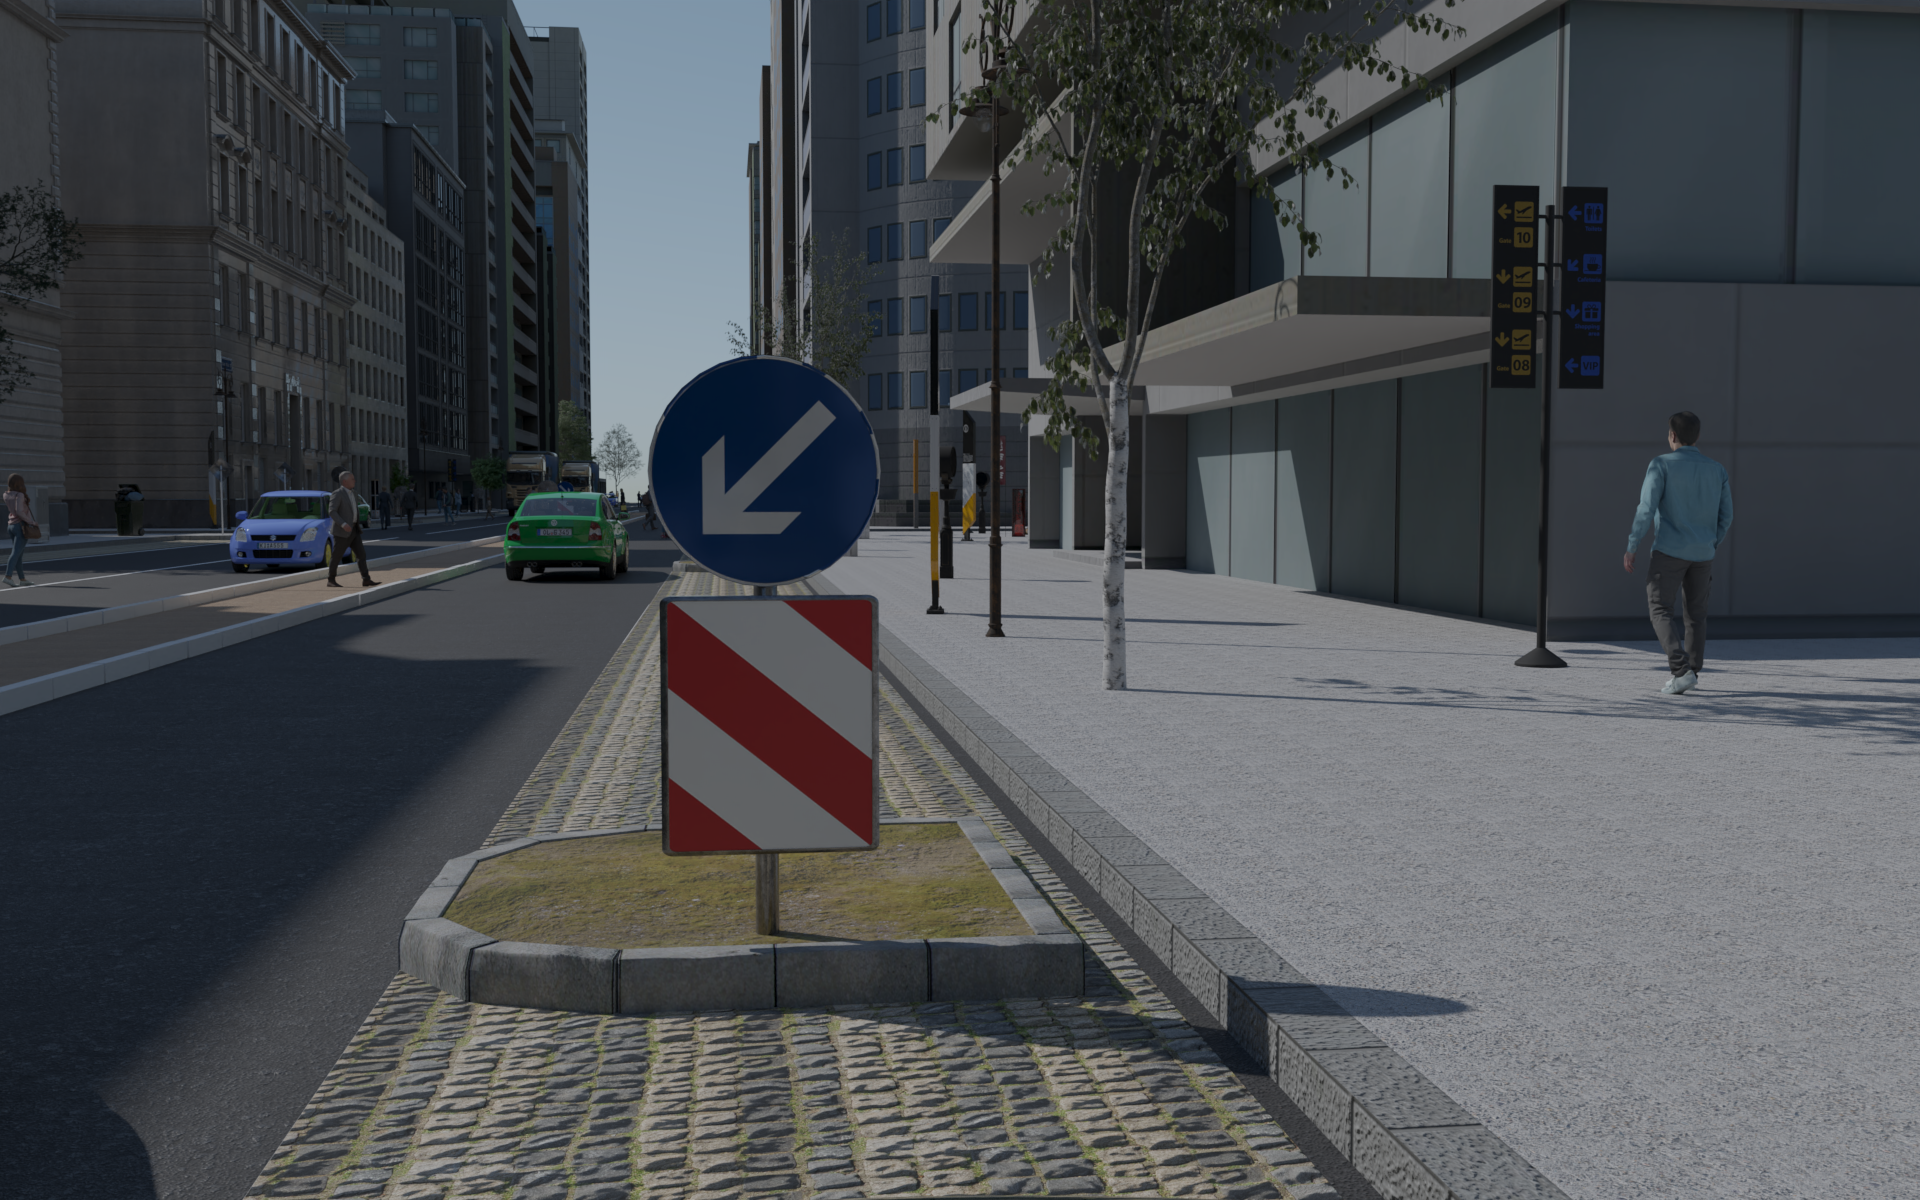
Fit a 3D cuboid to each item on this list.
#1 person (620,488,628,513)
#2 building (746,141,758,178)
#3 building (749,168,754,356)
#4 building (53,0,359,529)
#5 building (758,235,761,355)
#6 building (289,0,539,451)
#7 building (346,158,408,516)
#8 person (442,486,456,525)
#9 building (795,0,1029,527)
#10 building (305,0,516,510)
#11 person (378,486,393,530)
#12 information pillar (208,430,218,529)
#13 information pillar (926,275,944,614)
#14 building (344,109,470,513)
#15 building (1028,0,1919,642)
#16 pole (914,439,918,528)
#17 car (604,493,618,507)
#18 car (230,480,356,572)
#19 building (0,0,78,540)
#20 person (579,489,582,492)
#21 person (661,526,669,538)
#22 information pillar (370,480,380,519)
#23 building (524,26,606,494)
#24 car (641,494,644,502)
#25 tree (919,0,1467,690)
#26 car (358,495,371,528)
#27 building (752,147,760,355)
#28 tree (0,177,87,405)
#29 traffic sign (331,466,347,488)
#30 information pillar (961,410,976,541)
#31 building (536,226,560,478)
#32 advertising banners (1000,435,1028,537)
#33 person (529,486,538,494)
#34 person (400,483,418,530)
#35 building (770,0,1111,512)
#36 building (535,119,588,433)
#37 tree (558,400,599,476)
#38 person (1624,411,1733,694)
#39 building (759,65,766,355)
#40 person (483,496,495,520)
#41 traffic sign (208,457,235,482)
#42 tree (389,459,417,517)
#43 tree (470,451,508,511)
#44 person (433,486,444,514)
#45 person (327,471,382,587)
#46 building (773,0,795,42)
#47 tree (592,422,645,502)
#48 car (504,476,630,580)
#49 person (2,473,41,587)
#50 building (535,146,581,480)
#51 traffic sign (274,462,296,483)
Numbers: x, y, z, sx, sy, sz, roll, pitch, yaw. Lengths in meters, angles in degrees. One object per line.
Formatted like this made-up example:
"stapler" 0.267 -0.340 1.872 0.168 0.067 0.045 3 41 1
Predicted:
"person" -21.210 -6.151 109.292 0.699 1.804 1.509 0 4 6
"building" -16.618 -40.708 254.817 28.713 52.752 27.495 0 4 -8
"building" -21.214 -35.643 232.878 14.600 45.320 14.200 0 4 -8
"building" -34.930 -16.988 75.015 12.463 27.353 25.104 0 4 -8
"building" -15.472 -25.824 193.920 14.160 30.474 14.107 0 4 -8
"building" -51.106 -32.791 159.840 21.300 48.544 21.600 0 4 -8
"building" -37.616 -14.755 96.000 10.420 20.320 16.860 0 4 -8
"person" -23.580 -4.328 79.616 0.623 1.781 0.721 3 4 37
"building" 7.120 -32.718 76.945 28.212 58.520 21.231 0 4 -8
"building" -44.880 -28.094 142.932 14.154 41.232 14.086 0 4 -8
"person" -23.078 -3.708 69.542 0.576 1.772 0.534 -2 4 -32
"information pillar" -27.521 -4.427 63.744 0.183 3.616 0.504 -3 5 -41
"information pillar" -0.266 -1.656 18.427 0.183 3.616 0.504 0 4 1
"building" -42.169 -19.782 116.942 14.314 27.812 24.014 0 4 -8
"building" 14.216 -26.866 28.494 28.713 52.752 27.495 0 4 -8
"pole" -1.646 -4.339 64.778 0.158 3.312 0.155 0 3 0
"car" -39.269 -11.277 193.961 1.945 1.707 3.694 0 4 -7
"car" -12.634 -1.427 32.919 1.945 1.707 3.694 -1 4 -9
"building" -35.981 -13.323 46.702 19.941 23.489 11.050 0 4 -8
"person" -29.440 -7.653 133.811 0.592 1.802 0.473 -2 4 -28
"person" -9.610 -2.912 56.118 0.388 1.821 0.555 2 4 27
"information pillar" -29.909 -5.141 88.554 0.304 2.012 0.304 1 4 21
"building" -66.289 -50.877 270.085 20.563 71.187 20.611 0 4 -8
"car" -48.749 -15.834 268.666 2.009 1.686 4.222 -1 4 -8
"tree" 1.208 -3.725 11.267 4.360 8.622 3.978 0 3 0
"car" -25.329 -3.785 70.675 1.959 1.807 4.718 0 4 -7
"building" -17.696 -32.054 207.674 14.154 41.232 14.086 0 4 -8
"tree" -23.237 -6.227 36.225 7.601 10.594 8.767 2 4 35
"traffic sign" -28.402 -4.845 79.322 0.768 2.556 0.104 0 4 -3
"information pillar" 0.243 -3.404 47.011 0.183 3.616 0.504 -3 4 -37
"building" -52.440 -25.731 192.404 14.160 30.474 14.107 0 4 -8
"advertising banners" 1.781 -3.403 51.834 2.074 3.025 0.090 -2 4 -35
"person" -22.038 -4.952 89.304 0.661 1.843 0.795 0 4 2
"person" -21.699 -3.679 68.431 0.659 1.850 0.755 0 4 5
"building" -3.498 -34.864 159.266 28.713 52.752 27.495 0 4 -8
"building" -68.070 -40.155 245.778 28.713 52.752 27.495 0 4 -8
"tree" -47.236 -17.768 208.637 7.486 12.596 7.792 0 3 0
"person" 4.685 -0.315 11.213 0.660 1.820 0.620 -1 4 -11
"building" -13.532 -32.357 179.149 14.600 45.320 14.200 0 4 -8
"person" -25.575 -4.971 94.042 0.640 1.303 0.475 -1 4 -22
"traffic sign" -23.346 -3.215 54.750 0.795 2.593 0.064 0 4 -8
"tree" -31.043 -6.170 95.483 1.663 3.219 1.824 0 3 0
"tree" -36.163 -9.170 133.639 4.285 4.588 4.351 0 3 0
"person" -33.723 -6.473 112.221 0.721 1.781 0.623 1 4 20
"person" -9.306 -1.076 26.494 0.834 1.777 0.661 1 4 8
"building" -3.397 -27.405 98.181 14.600 45.320 14.200 0 4 -8
"tree" -58.329 -23.474 294.171 12.009 13.543 11.850 0 3 0
"car" -6.804 -1.310 30.221 1.959 1.807 4.718 0 4 -6
"person" -14.693 -1.093 26.956 0.593 1.750 0.643 2 4 31
"building" -57.427 -35.250 226.444 14.600 45.320 14.200 0 4 -8
"traffic sign" -24.419 -3.699 62.663 0.795 2.593 0.064 0 4 -8
